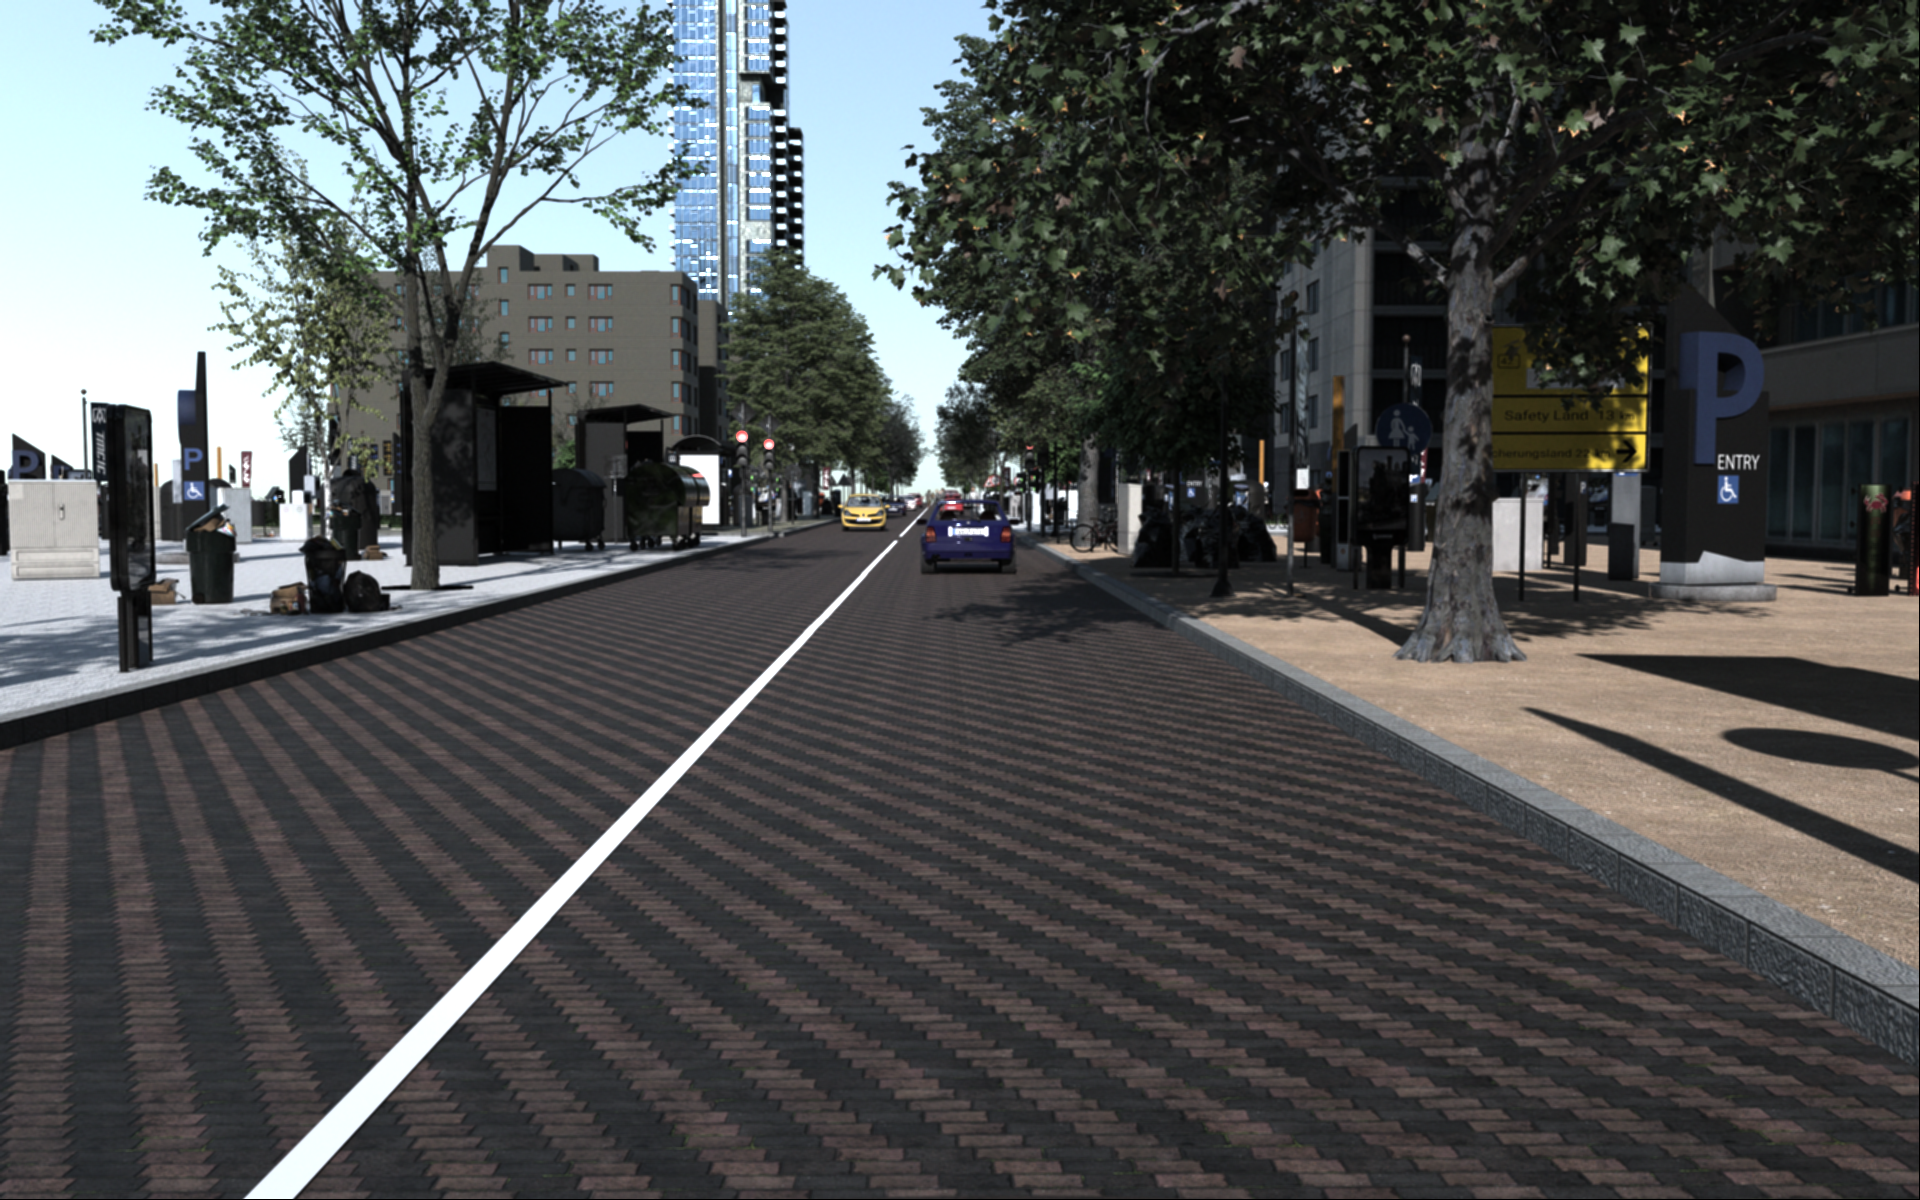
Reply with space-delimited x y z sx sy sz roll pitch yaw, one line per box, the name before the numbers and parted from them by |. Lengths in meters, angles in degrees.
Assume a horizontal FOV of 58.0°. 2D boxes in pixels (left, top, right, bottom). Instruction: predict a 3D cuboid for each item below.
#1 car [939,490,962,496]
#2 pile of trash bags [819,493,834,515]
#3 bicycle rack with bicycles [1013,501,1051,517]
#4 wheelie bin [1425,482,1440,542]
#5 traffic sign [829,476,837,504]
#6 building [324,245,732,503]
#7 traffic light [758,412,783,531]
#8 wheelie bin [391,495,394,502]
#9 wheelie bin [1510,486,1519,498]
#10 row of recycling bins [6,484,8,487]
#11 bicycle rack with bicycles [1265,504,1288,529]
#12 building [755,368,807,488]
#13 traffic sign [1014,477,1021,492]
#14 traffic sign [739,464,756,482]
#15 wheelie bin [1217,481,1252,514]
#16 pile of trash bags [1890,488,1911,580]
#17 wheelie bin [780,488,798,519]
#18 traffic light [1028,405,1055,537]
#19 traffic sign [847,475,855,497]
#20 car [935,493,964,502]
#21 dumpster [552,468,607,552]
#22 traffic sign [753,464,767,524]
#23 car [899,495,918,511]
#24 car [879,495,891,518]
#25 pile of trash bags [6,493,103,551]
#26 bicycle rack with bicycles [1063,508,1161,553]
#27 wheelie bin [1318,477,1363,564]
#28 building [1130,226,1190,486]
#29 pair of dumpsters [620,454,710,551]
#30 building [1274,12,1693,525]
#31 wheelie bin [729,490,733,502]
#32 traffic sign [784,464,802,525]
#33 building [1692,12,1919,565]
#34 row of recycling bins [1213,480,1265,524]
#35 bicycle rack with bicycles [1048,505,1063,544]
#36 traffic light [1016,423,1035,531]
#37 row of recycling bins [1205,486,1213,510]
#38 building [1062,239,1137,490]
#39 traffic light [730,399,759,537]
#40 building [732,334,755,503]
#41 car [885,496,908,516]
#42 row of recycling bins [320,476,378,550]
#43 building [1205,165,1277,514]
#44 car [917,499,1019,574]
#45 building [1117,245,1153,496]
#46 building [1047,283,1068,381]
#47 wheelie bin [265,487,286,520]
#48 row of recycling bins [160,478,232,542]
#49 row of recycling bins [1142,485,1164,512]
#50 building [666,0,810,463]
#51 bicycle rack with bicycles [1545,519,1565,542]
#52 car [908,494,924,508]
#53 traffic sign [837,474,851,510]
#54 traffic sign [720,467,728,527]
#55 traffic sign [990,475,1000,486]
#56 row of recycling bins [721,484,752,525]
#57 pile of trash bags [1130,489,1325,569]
car | -0.932 -9.804 168.974 2.281 1.827 5.304 0 4 0
pile of trash bags | -8.764 -6.004 107.920 1.912 1.369 3.447 0 4 0
bicycle rack with bicycles | 4.037 -5.101 96.791 2.852 0.926 2.925 0 4 4
wheelie bin | 12.749 -2.327 45.952 0.693 1.594 0.980 -1 4 -12
traffic sign | -8.902 -7.358 120.314 0.884 2.594 0.081 0 4 4
building | -35.482 -18.582 148.848 27.650 21.520 28.899 0 4 -1
traffic light | -6.500 -4.310 59.391 0.839 4.253 0.868 0 4 -1
wheelie bin | -27.062 -4.657 84.043 0.980 1.594 0.693 -2 4 -30
wheelie bin | 32.510 -5.658 100.411 0.980 1.594 0.693 -3 4 -37
row of recycling bins | -53.453 -5.563 98.062 1.069 1.692 3.534 2 4 34
bicycle rack with bicycles | 12.400 -3.068 63.548 2.852 0.926 2.925 -1 4 -17
building | -36.582 -24.561 246.603 27.650 21.520 28.899 0 4 -1
traffic sign | 4.124 -7.321 119.806 0.768 2.556 0.104 0 4 4
traffic sign | -8.885 -4.435 72.614 0.768 2.556 0.104 1 4 9
wheelie bin | 6.891 -2.182 43.576 0.980 1.594 0.693 3 5 43
pile of trash bags | 14.972 -0.995 26.019 1.912 1.369 3.447 0 4 1
wheelie bin | -8.702 -4.880 87.702 0.980 1.594 0.693 -3 5 -40
traffic light | 2.448 -3.829 51.519 0.839 4.253 0.868 0 4 -1
traffic sign | -7.506 -7.129 116.564 0.884 2.594 0.081 0 4 0
car | -0.625 -6.694 118.494 2.155 1.783 4.494 0 4 -1
dumpster | -8.788 -2.048 39.248 1.264 1.857 1.865 0 4 -1
traffic sign | -8.650 -4.555 74.482 0.884 2.594 0.081 0 3 0
car | -4.725 -8.471 150.866 2.083 1.381 4.827 0 4 -1
car | -5.154 -5.598 103.531 2.014 1.417 4.499 0 4 -2
pile of trash bags | -21.299 -1.841 39.846 3.447 1.369 1.912 1 4 11
bicycle rack with bicycles | 4.106 -1.546 38.663 2.925 0.926 2.852 1 4 16
wheelie bin | 6.996 -1.461 31.791 0.980 1.594 0.693 3 5 43
building | 27.148 -30.328 150.489 22.147 44.769 28.867 0 4 -1
pair of dumpsters | -6.907 -2.336 40.685 1.574 2.255 4.437 0 4 -1
building | 27.036 -39.268 80.281 20.611 71.187 20.563 0 4 -1
wheelie bin | -16.239 -6.851 119.914 0.980 1.594 0.693 -2 4 -29
traffic sign | -7.005 -4.429 72.528 0.768 2.556 0.104 0 4 6
building | 26.596 -24.603 25.959 21.300 48.544 21.600 0 4 -1
row of recycling bins | 8.264 -2.661 50.627 1.069 1.692 3.534 0 4 0
bicycle rack with bicycles | 3.631 -1.870 43.958 2.852 0.926 2.925 0 4 -7
traffic light | 2.361 -4.317 59.504 0.839 4.253 0.868 0 4 -1
row of recycling bins | 15.551 -5.853 102.805 3.534 1.692 1.069 2 4 24
building | 26.678 -38.928 256.086 23.786 49.044 30.456 0 4 -1
traffic light | -6.412 -3.822 51.406 0.839 4.253 0.868 0 4 -1
building | -36.737 -20.345 177.688 27.650 21.520 28.899 0 4 -1
car | -4.371 -6.181 113.643 1.945 1.354 3.894 0 4 -1
row of recycling bins | -14.573 -2.079 41.103 1.069 1.692 3.534 -2 4 -27
building | 22.216 -20.888 113.215 14.160 30.474 14.107 0 4 -1
car | 0.148 -1.212 32.395 1.945 1.354 3.894 0 3 0
building | 26.976 -53.037 179.823 22.319 86.520 31.000 0 4 -1
building | 24.630 -40.304 282.667 21.300 48.544 21.600 0 4 -1
wheelie bin | -28.724 -3.964 72.716 0.693 1.594 0.980 -3 5 -45
row of recycling bins | -20.643 -2.425 46.765 1.069 1.692 3.534 -3 5 -44
row of recycling bins | 9.636 -4.488 80.495 3.534 1.692 1.069 -3 5 -40
building | -34.833 -58.883 275.414 22.319 86.520 31.000 0 4 -1
bicycle rack with bicycles | 15.218 -2.033 46.616 2.852 0.926 2.925 -2 4 -29
car | -4.858 -10.604 182.413 2.155 1.783 4.494 0 4 0
traffic sign | -7.283 -6.647 108.683 0.884 2.594 0.081 0 4 5
traffic sign | -9.189 -3.937 66.493 0.606 2.300 0.079 0 4 5
traffic sign | 2.303 -6.885 112.673 0.768 2.556 0.104 0 4 0
row of recycling bins | -10.267 -3.914 71.113 3.534 1.692 1.069 0 4 2
pile of trash bags | 4.624 -1.263 30.404 3.447 1.369 1.912 2 4 25
